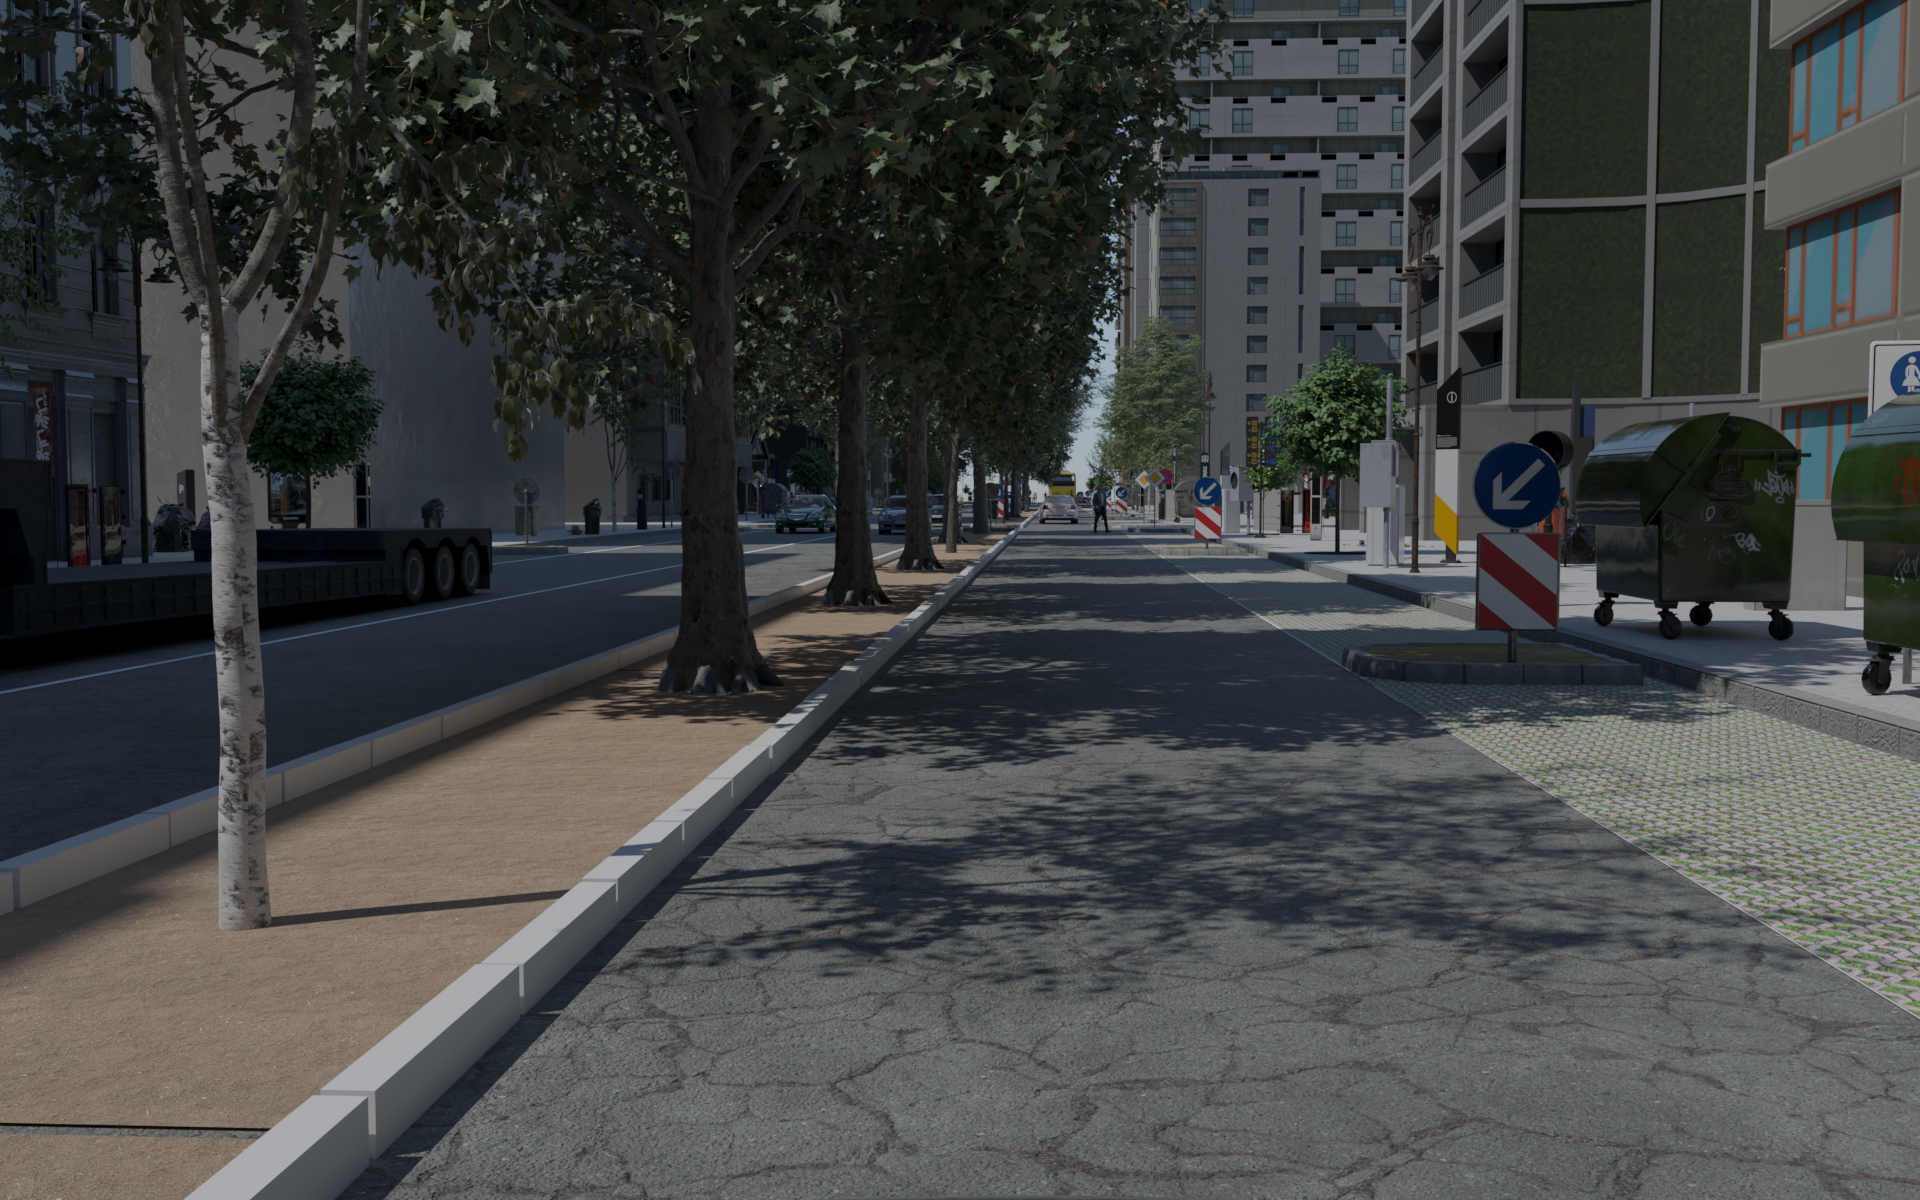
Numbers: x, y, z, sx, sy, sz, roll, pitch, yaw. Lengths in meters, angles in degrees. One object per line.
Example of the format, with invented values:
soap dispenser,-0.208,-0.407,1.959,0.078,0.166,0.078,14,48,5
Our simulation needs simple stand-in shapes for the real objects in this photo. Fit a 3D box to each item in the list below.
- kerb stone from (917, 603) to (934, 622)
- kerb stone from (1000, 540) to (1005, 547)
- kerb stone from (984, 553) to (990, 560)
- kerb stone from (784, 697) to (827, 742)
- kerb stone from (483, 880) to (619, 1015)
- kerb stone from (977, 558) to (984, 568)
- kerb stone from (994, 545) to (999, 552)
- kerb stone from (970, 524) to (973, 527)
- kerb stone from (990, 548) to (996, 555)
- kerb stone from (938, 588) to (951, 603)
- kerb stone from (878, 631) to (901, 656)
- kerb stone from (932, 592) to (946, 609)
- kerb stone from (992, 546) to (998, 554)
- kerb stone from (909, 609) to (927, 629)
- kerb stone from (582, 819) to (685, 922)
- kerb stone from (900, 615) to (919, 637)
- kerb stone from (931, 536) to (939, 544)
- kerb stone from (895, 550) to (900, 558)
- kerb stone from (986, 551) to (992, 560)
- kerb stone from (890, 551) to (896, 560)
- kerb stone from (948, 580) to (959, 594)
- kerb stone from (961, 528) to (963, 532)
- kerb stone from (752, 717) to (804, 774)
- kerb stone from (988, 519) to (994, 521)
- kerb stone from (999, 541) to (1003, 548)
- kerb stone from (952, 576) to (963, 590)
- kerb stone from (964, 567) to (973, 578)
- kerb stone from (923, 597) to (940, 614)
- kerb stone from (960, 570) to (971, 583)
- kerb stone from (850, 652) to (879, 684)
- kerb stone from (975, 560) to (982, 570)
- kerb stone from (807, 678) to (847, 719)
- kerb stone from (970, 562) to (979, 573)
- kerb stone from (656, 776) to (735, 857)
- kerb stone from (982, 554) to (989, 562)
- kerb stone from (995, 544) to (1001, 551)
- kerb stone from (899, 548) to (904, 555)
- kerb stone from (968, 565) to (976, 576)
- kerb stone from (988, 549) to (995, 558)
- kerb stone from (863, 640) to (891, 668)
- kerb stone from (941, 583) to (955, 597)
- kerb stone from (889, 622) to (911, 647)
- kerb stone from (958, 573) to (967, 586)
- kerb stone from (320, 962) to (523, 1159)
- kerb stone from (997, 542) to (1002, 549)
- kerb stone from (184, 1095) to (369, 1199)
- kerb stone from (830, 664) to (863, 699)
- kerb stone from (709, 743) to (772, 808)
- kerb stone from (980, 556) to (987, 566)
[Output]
kerb stone,-0.418,0.164,19.579,0.120,0.150,1.000,0,4,3
kerb stone,1.029,-1.408,45.223,0.120,0.150,1.000,0,4,3
kerb stone,0.500,-0.843,35.992,0.120,0.150,1.000,0,4,3
kerb stone,-0.938,0.728,10.374,0.120,0.150,1.000,0,4,3
kerb stone,-1.230,1.043,5.260,0.120,0.150,1.000,0,4,3
kerb stone,0.331,-0.653,32.930,0.120,0.150,1.000,0,4,3
kerb stone,0.792,-1.157,41.116,0.120,0.150,1.000,0,4,3
kerb stone,0.640,-3.262,75.544,0.120,0.150,1.000,0,4,3
kerb stone,0.680,-1.032,39.064,0.120,0.150,1.000,0,4,3
kerb stone,-0.242,-0.028,22.654,0.120,0.150,1.000,0,4,3
kerb stone,-0.653,0.414,15.486,0.120,0.150,1.000,0,4,3
kerb stone,-0.301,0.036,21.631,0.120,0.150,1.000,0,4,3
kerb stone,0.739,-1.091,40.084,0.120,0.150,1.000,0,4,3
kerb stone,-0.481,0.229,18.559,0.120,0.150,1.000,0,4,3
kerb stone,-1.174,0.973,6.281,0.120,0.150,1.000,0,4,3
kerb stone,-0.536,0.285,17.530,0.120,0.150,1.000,0,4,3
kerb stone,-0.727,-1.792,51.499,0.120,0.150,1.000,0,4,3
kerb stone,-1.480,-0.978,38.178,0.120,0.150,1.000,0,4,3
kerb stone,0.554,-0.905,37.022,0.120,0.150,1.000,0,4,3
kerb stone,-1.532,-0.915,37.152,0.120,0.150,1.000,0,4,3
kerb stone,-0.136,-0.153,24.707,0.120,0.150,1.000,0,4,3
kerb stone,0.033,-2.604,64.808,0.120,0.150,1.000,0,4,3
kerb stone,-0.990,0.787,9.353,0.120,0.150,1.000,0,4,3
kerb stone,1.793,-4.514,95.999,0.120,0.150,1.000,0,4,3
kerb stone,0.968,-1.346,44.203,0.120,0.150,1.000,0,4,3
kerb stone,-0.074,-0.214,25.731,0.120,0.150,1.000,0,4,3
kerb stone,0.094,-0.404,28.828,0.120,0.150,1.000,0,4,3
kerb stone,-0.367,0.097,20.606,0.120,0.150,1.000,0,4,3
kerb stone,0.050,-0.338,27.792,0.120,0.150,1.000,0,4,3
kerb stone,-0.764,0.541,13.440,0.120,0.150,1.000,0,4,3
kerb stone,0.269,-0.594,31.905,0.120,0.150,1.000,0,4,3
kerb stone,-0.884,0.661,11.394,0.120,0.150,1.000,0,4,3
kerb stone,0.208,-0.531,30.880,0.120,0.150,1.000,0,4,3
kerb stone,-1.115,0.911,7.305,0.120,0.150,1.000,0,4,3
kerb stone,0.449,-0.775,34.971,0.120,0.150,1.000,0,4,3
kerb stone,0.855,-1.220,42.144,0.120,0.150,1.000,0,4,3
kerb stone,-1.422,-1.040,39.203,0.120,0.150,1.000,0,4,3
kerb stone,0.157,-0.468,29.848,0.120,0.150,1.000,0,4,3
kerb stone,0.625,-0.965,38.042,0.120,0.150,1.000,0,4,3
kerb stone,-0.709,0.473,14.465,0.120,0.150,1.000,0,4,3
kerb stone,-0.199,-0.091,23.685,0.120,0.150,1.000,0,4,3
kerb stone,-0.595,0.348,16.510,0.120,0.150,1.000,0,4,3
kerb stone,-0.017,-0.278,26.766,0.120,0.150,1.000,0,4,3
kerb stone,-1.289,1.099,4.228,0.120,0.150,1.000,0,4,3
kerb stone,0.912,-1.283,43.168,0.120,0.150,1.000,0,4,3
kerb stone,-1.348,1.162,3.197,0.120,0.150,1.000,0,4,3
kerb stone,-0.829,0.598,12.419,0.120,0.150,1.000,0,4,3
kerb stone,-1.059,0.848,8.333,0.120,0.150,1.000,0,4,3
kerb stone,0.390,-0.719,33.950,0.120,0.150,1.000,0,4,3
